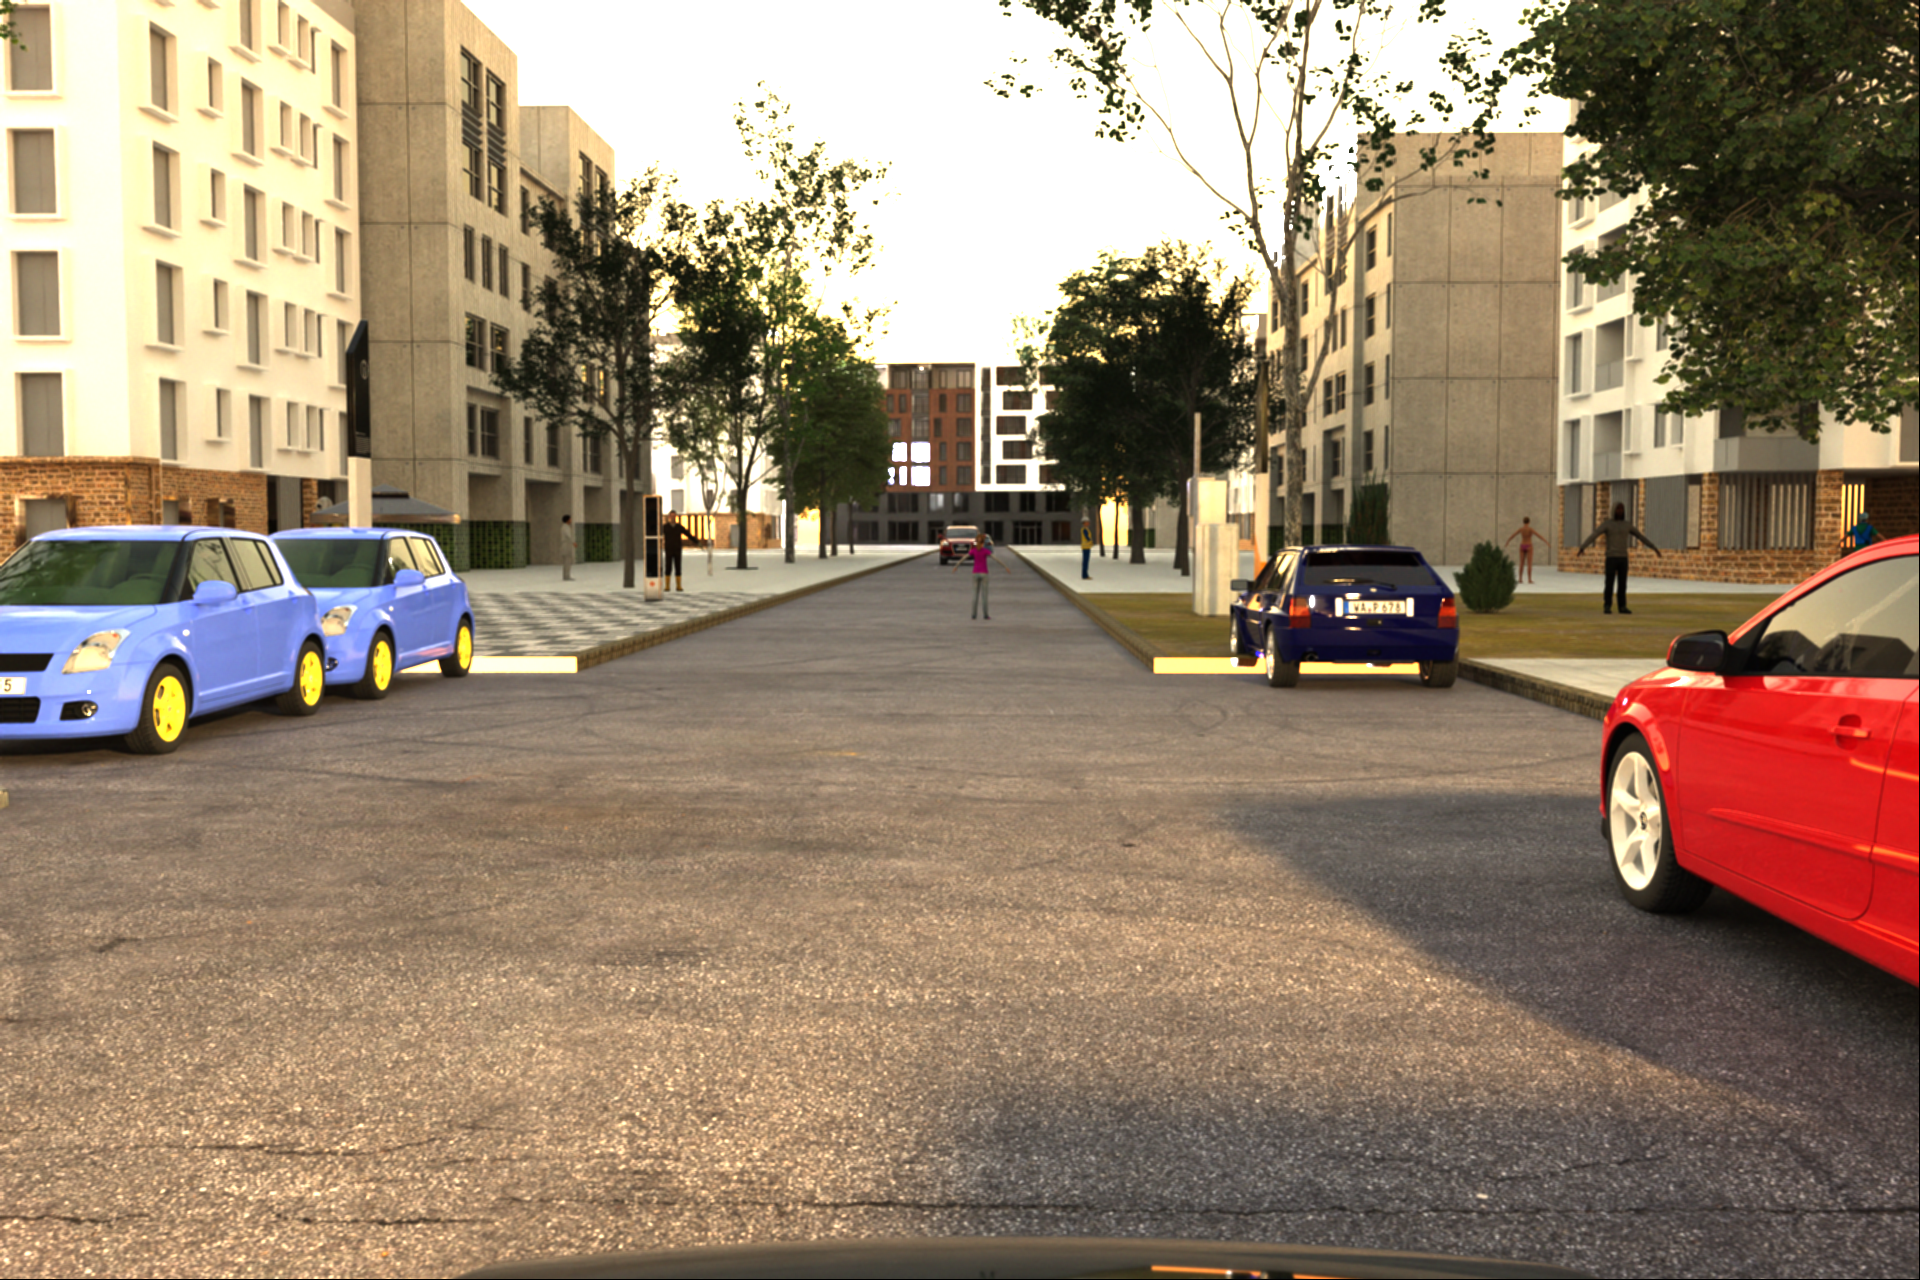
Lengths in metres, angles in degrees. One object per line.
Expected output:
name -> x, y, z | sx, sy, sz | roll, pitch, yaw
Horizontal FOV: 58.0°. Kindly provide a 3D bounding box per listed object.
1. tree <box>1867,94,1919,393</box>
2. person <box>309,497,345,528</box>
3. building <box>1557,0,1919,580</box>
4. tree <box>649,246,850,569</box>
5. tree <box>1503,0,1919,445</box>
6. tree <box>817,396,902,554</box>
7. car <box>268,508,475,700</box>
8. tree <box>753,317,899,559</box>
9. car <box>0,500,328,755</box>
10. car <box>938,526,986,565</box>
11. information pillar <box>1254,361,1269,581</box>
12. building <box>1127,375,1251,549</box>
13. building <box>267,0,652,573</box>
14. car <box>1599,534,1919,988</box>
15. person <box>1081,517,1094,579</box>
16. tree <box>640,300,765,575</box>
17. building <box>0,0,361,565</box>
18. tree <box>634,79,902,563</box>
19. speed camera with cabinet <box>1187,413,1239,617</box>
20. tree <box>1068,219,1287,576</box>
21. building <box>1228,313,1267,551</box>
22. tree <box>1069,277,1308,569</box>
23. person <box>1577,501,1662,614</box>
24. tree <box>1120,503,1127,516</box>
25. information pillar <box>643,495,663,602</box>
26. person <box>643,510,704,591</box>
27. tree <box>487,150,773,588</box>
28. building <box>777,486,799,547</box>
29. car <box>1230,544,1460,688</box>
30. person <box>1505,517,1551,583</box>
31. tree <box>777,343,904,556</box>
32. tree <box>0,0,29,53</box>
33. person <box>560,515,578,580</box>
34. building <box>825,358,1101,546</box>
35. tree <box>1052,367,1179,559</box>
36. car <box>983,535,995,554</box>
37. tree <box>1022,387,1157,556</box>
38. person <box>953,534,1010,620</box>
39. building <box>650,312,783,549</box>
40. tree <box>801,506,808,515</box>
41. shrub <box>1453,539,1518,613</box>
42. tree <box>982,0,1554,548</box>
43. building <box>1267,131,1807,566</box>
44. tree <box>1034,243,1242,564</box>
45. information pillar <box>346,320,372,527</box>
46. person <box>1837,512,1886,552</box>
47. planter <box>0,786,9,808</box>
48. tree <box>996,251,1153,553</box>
tree -> 16.827, -4.793, 28.721 | 4.737, 8.622, 4.395 | 0, 3, 0
person -> -9.814, -1.283, 26.753 | 0.705, 1.858, 1.354 | 2, 4, 30
building -> 25.302, -12.239, 56.531 | 16.016, 20.090, 11.380 | 0, 4, 1
tree -> -7.889, -8.388, 62.905 | 9.928, 11.665, 9.643 | 0, 3, 0
tree -> 9.850, -6.686, 15.973 | 9.857, 13.997, 8.962 | 0, 3, 0
tree -> -7.313, -10.860, 111.981 | 7.601, 10.594, 8.767 | -2, 4, -32
car -> -5.811, -0.398, 16.103 | 1.945, 1.707, 3.694 | 0, 4, 1
tree -> -7.058, -10.523, 90.180 | 7.486, 12.596, 7.792 | 0, 3, 0
car -> -5.955, -0.170, 12.375 | 1.945, 1.707, 3.694 | 0, 4, 1
car -> 0.094, -4.479, 81.910 | 2.281, 1.827, 5.304 | 0, 4, 1
information pillar -> 4.135, -1.982, 23.759 | 0.183, 3.616, 0.504 | 0, 4, -1
building -> 25.612, -18.277, 165.288 | 16.747, 18.905, 31.486 | 0, 4, 1
building -> -24.439, -12.569, 71.968 | 16.747, 18.905, 31.486 | 0, 4, 2
car -> 3.428, 0.230, 5.284 | 2.155, 1.783, 4.494 | 0, 4, 1
person -> 3.646, -2.604, 49.047 | 0.721, 1.772, 1.216 | 0, 4, -3
tree -> -7.719, -6.327, 53.802 | 4.360, 8.622, 3.978 | 0, 3, 0
building -> -24.395, -11.373, 42.361 | 16.016, 20.090, 11.380 | 0, 4, 2
tree -> -8.560, -13.419, 75.287 | 12.611, 20.169, 13.585 | 0, 3, 0
speed camera with cabinet -> 4.044, -2.036, 27.629 | 0.660, 3.252, 2.038 | 0, 4, 1
tree -> 6.578, -7.218, 52.431 | 7.601, 10.594, 8.767 | -2, 4, -31
building -> 27.755, -17.640, 144.838 | 16.016, 20.090, 11.380 | 0, 4, 1
tree -> 8.084, -7.870, 63.086 | 8.767, 10.594, 7.601 | -1, 4, -18
person -> 10.599, -1.333, 27.918 | 1.348, 1.813, 0.705 | 0, 3, 0
tree -> 23.037, -16.909, 210.869 | 7.601, 10.594, 8.767 | 0, 4, 3
information pillar -> -5.843, -1.745, 33.026 | 0.304, 2.012, 0.304 | 0, 4, 3
person -> -6.426, -1.998, 38.803 | 1.346, 1.812, 0.704 | -1, 4, -13
tree -> -7.688, -6.546, 41.436 | 8.767, 10.594, 7.601 | 3, 5, 42
building -> -21.429, -14.732, 183.016 | 9.099, 9.664, 28.070 | 0, 4, 0
car -> 3.778, -0.301, 17.501 | 1.945, 1.354, 3.894 | 0, 4, 1
person -> 14.840, -2.355, 45.309 | 1.217, 1.733, 0.721 | 3, 4, 39
tree -> -7.032, -11.230, 101.735 | 7.486, 12.596, 7.792 | 0, 3, 0
tree -> -11.999, -5.467, 15.136 | 9.928, 11.665, 9.643 | 0, 3, 0
person -> -10.864, -2.558, 48.012 | 0.705, 1.806, 1.347 | -2, 4, -25
building -> 1.001, -22.532, 214.832 | 32.646, 21.610, 27.936 | 0, 4, 6
tree -> 8.238, -9.396, 88.035 | 7.601, 10.594, 8.767 | -2, 4, -27
car -> 1.256, -6.021, 110.444 | 2.014, 1.417, 4.499 | 0, 4, 0
tree -> 8.064, -10.087, 99.332 | 8.767, 10.594, 7.601 | -1, 4, -23
person -> 0.354, -1.062, 29.080 | 0.991, 1.433, 0.599 | 1, 4, 12
building -> -21.773, -17.840, 148.111 | 16.016, 20.090, 11.380 | 0, 4, 2
tree -> -21.192, -16.774, 208.669 | 7.601, 10.594, 8.767 | 0, 4, 0
shrub -> 8.530, -1.038, 28.095 | 1.383, 1.207, 1.383 | 0, 3, 0
tree -> 6.376, -11.098, 37.342 | 12.611, 20.169, 13.585 | 0, 3, 0
building -> 25.913, -13.359, 84.870 | 16.747, 18.905, 31.486 | 0, 4, 1
tree -> 7.633, -10.284, 74.805 | 9.857, 13.997, 8.962 | 0, 3, 0
information pillar -> -6.510, -1.679, 18.809 | 0.183, 3.616, 0.504 | 0, 4, 1
person -> 22.284, -2.238, 42.715 | 0.704, 1.817, 1.347 | -3, 5, -39
planter -> -6.008, 0.764, 8.643 | 1.991, 0.319, 1.994 | 0, 4, 1
tree -> 8.564, -16.026, 117.918 | 12.611, 20.169, 13.585 | 0, 3, 0
